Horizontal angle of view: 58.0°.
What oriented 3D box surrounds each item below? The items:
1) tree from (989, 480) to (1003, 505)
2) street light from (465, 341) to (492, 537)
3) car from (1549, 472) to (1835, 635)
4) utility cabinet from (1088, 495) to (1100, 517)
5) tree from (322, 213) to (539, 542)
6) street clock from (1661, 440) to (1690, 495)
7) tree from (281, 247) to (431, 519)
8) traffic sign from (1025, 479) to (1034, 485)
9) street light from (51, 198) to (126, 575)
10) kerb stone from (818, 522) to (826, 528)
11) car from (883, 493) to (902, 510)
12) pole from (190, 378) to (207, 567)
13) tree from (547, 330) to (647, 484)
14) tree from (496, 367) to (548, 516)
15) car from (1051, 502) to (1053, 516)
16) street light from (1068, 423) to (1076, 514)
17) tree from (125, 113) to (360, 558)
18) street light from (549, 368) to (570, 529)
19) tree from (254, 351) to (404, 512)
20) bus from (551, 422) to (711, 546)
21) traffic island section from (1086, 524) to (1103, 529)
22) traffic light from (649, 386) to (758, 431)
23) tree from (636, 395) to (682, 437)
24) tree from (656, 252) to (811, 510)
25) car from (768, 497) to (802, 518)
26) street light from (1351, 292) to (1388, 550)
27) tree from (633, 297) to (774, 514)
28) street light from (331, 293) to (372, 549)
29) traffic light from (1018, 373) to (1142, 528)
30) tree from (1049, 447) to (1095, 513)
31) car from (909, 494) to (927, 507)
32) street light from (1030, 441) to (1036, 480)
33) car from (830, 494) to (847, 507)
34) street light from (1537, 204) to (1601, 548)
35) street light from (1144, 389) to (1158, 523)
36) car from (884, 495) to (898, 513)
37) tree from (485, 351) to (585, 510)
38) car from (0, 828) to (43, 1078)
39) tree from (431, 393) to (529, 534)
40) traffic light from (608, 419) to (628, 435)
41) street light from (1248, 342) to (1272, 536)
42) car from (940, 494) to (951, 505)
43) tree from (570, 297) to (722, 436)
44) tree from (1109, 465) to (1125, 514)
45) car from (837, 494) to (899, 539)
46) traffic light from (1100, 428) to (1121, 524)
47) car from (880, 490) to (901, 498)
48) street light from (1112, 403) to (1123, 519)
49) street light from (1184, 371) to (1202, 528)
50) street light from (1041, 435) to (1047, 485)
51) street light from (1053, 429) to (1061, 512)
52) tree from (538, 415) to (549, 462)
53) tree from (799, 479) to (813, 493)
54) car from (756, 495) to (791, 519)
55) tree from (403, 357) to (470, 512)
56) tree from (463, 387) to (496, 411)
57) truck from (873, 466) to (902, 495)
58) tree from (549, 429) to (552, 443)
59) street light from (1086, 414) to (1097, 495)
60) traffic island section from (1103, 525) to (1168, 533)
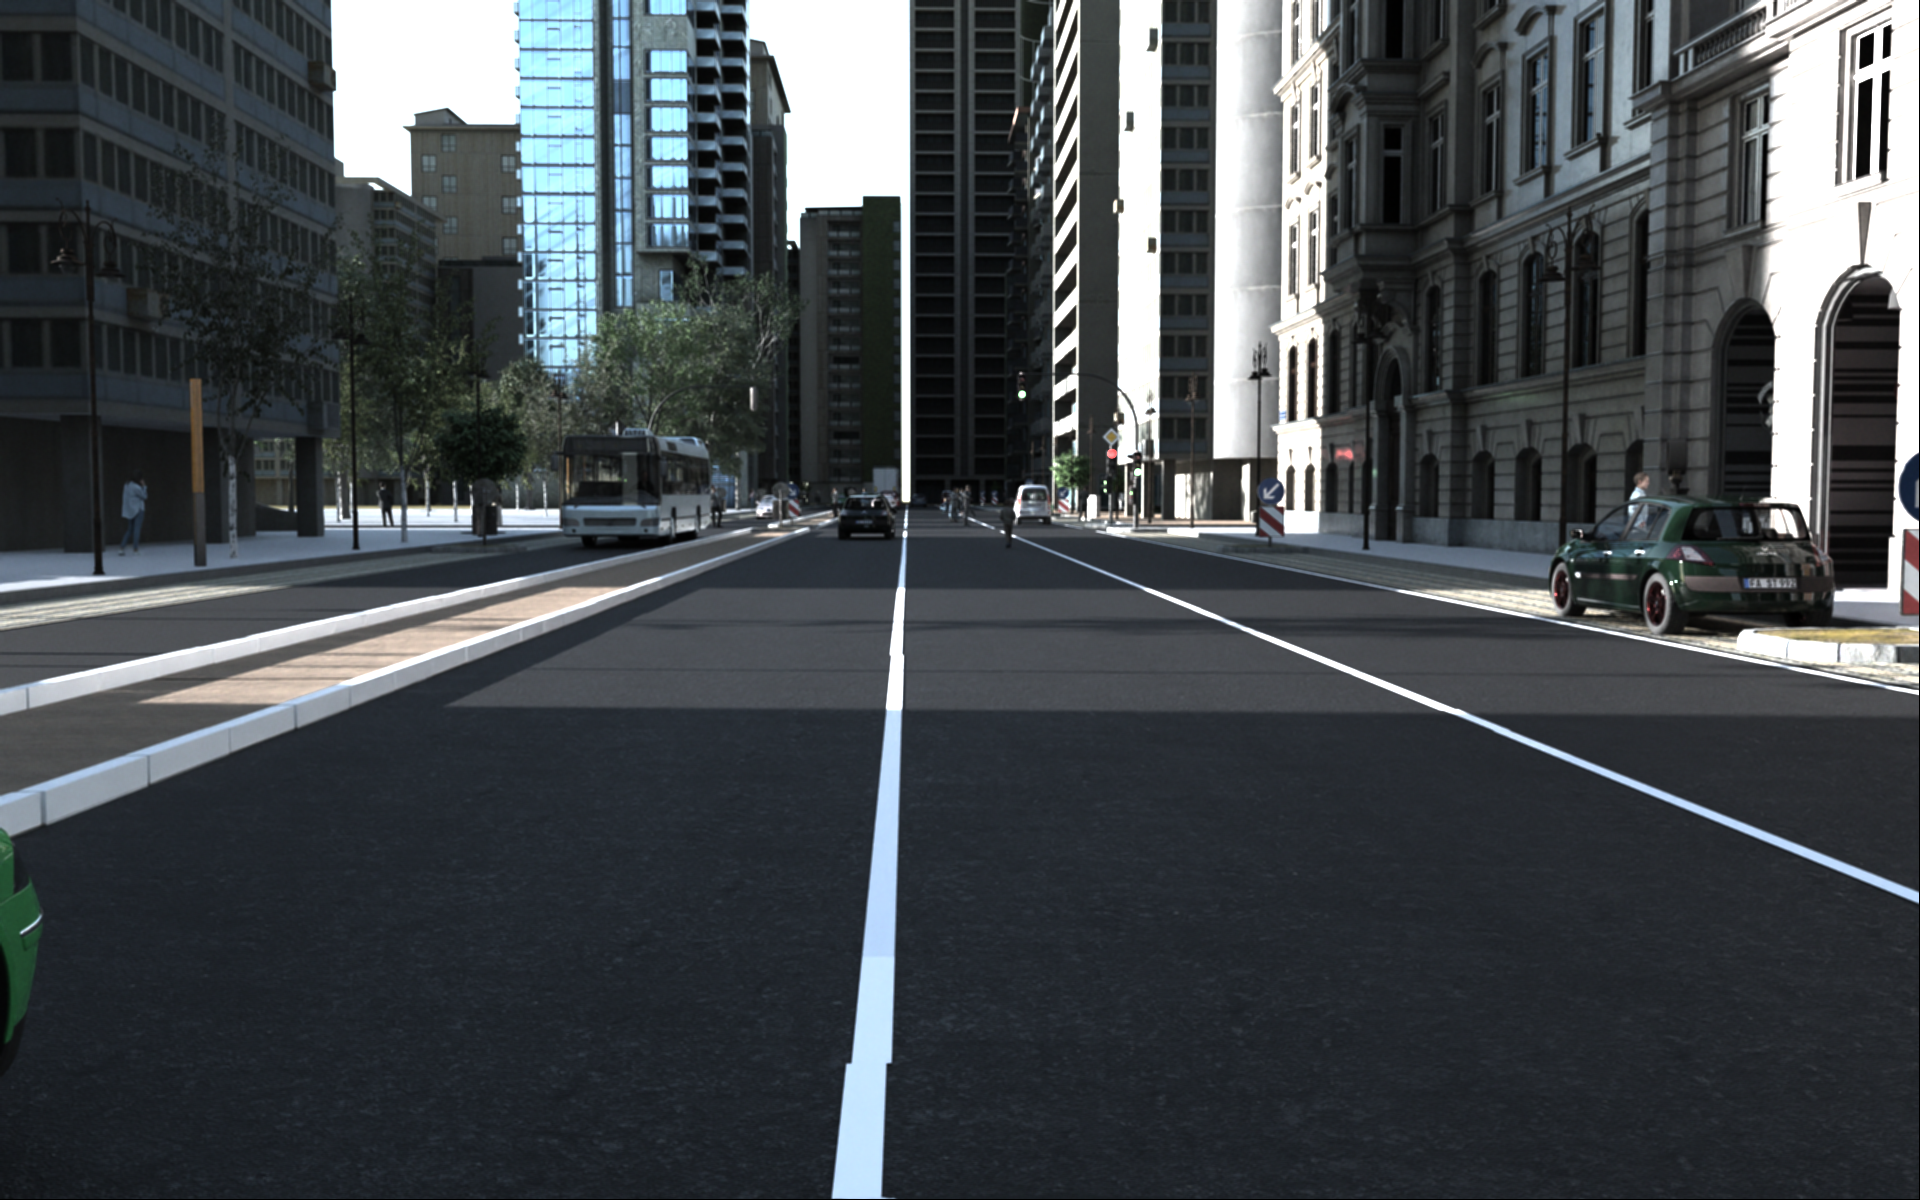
[{"bbox_3d":[4.348,-13.240,211.069,1.663,3.219,1.824,0,3,0],"label":"tree"},{"bbox_3d":[-14.393,-4.833,51.815,0.468,5.910,1.993,0,4,-2],"label":"street light"},{"bbox_3d":[7.872,-0.561,18.961,2.009,1.686,4.222,0,4,-1],"label":"car"},{"bbox_3d":[7.388,-5.153,95.407,0.306,1.237,1.020,-1,4,-22],"label":"utility cabinet"},{"bbox_3d":[-14.655,-5.855,46.097,4.737,8.622,4.395,0,3,0],"label":"tree"},{"bbox_3d":[9.520,-1.131,23.058,0.358,2.002,0.471,1,4,18],"label":"street clock"},{"bbox_3d":[-31.662,-11.145,88.871,9.857,13.997,8.962,0,3,0],"label":"tree"},{"bbox_3d":[5.896,-8.978,146.895,0.768,2.556,0.104,0,4,-1],"label":"traffic sign"},{"bbox_3d":[-13.709,-3.340,27.393,0.468,5.910,1.993,0,4,-2],"label":"street light"},{"bbox_3d":[-6.077,-3.297,76.100,0.120,0.150,1.000,0,4,-2],"label":"kerb stone"},{"bbox_3d":[-6.335,-9.023,156.558,2.155,1.783,4.494,0,4,-3],"label":"car"},{"bbox_3d":[-13.482,-2.251,30.640,0.158,3.312,0.155,0,3,0],"label":"pole"},{"bbox_3d":[-16.083,-7.761,77.261,4.360,8.622,3.978,0,3,0],"label":"tree"},{"bbox_3d":[-23.877,-9.157,100.079,4.360,8.622,3.978,0,3,0],"label":"tree"},{"bbox_3d":[4.988,-6.242,110.856,1.959,1.807,4.718,0,4,-1],"label":"car"},{"bbox_3d":[7.276,-8.533,112.303,0.468,5.910,1.993,0,4,-2],"label":"street light"},{"bbox_3d":[-14.380,-5.154,34.623,4.360,8.622,3.978,0,3,0],"label":"tree"},{"bbox_3d":[-14.685,-5.556,63.620,0.468,5.910,1.993,0,4,-2],"label":"street light"},{"bbox_3d":[-40.852,-11.015,105.849,9.928,11.665,9.643,0,3,0],"label":"tree"},{"bbox_3d":[-9.308,-3.415,50.695,2.948,3.499,13.247,0,4,-2],"label":"bus"},{"bbox_3d":[6.416,-3.125,73.382,2.009,0.180,2.903,0,4,-2],"label":"traffic island section"},{"bbox_3d":[-10.888,-6.000,72.768,4.771,5.953,1.251,0,4,-2],"label":"traffic light"},{"bbox_3d":[-20.804,-10.550,122.860,4.737,8.622,4.395,0,3,0],"label":"tree"},{"bbox_3d":[-18.443,-17.126,135.894,12.611,20.169,13.585,0,3,0],"label":"tree"},{"bbox_3d":[-10.706,-5.747,105.755,2.131,1.459,4.920,0,4,-2],"label":"car"},{"bbox_3d":[9.379,-4.101,39.831,0.468,5.910,1.993,0,4,-2],"label":"street light"},{"bbox_3d":[-16.600,-12.648,113.444,9.857,13.997,8.962,0,3,0],"label":"tree"},{"bbox_3d":[-14.015,-4.112,40.012,0.468,5.910,1.993,0,4,-2],"label":"street light"},{"bbox_3d":[4.528,-5.530,65.081,4.771,5.953,1.251,0,4,-2],"label":"traffic light"},{"bbox_3d":[7.815,-8.386,120.819,4.285,4.588,4.351,0,3,0],"label":"tree"},{"bbox_3d":[-4.522,-10.789,188.410,2.014,1.417,4.499,0,4,-3],"label":"car"},{"bbox_3d":[6.200,-10.710,147.899,0.468,5.910,1.993,0,4,-2],"label":"street light"},{"bbox_3d":[-13.049,-10.939,187.646,1.959,1.807,4.718,0,4,-3],"label":"car"},{"bbox_3d":[9.788,-3.376,27.984,0.468,5.910,1.993,0,4,-2],"label":"street light"},{"bbox_3d":[8.349,-6.316,76.054,0.468,5.910,1.993,0,4,-2],"label":"street light"},{"bbox_3d":[-5.644,-7.162,129.464,2.083,1.381,4.827,0,4,-2],"label":"car"},{"bbox_3d":[-34.644,-13.600,139.362,9.611,12.733,9.660,0,3,0],"label":"tree"},{"bbox_3d":[-2.700,0.436,1.661,1.959,1.807,4.718,0,4,-2],"label":"car"},{"bbox_3d":[-15.632,-4.461,56.655,4.285,4.588,4.351,0,3,0],"label":"tree"},{"bbox_3d":[-12.736,-4.634,64.689,0.839,4.253,0.868,0,4,-2],"label":"traffic light"},{"bbox_3d":[9.079,-4.881,52.598,0.468,5.910,1.993,0,4,-2],"label":"street light"},{"bbox_3d":[-1.361,-12.220,208.834,2.155,1.783,4.494,0,4,-1],"label":"car"},{"bbox_3d":[-16.258,-10.059,90.226,9.928,11.665,9.643,0,3,0],"label":"tree"},{"bbox_3d":[10.046,-7.039,109.685,1.663,3.219,1.824,0,3,0],"label":"tree"},{"bbox_3d":[-3.002,-2.832,56.088,2.009,1.686,4.222,0,4,0],"label":"car"},{"bbox_3d":[6.376,-5.159,73.267,0.839,4.253,0.868,0,4,-2],"label":"traffic light"},{"bbox_3d":[-7.015,-9.954,171.413,2.281,1.827,5.304,0,4,0],"label":"car"},{"bbox_3d":[8.005,-7.054,88.122,0.468,5.910,1.993,0,4,-2],"label":"street light"},{"bbox_3d":[8.726,-5.639,64.984,0.468,5.910,1.993,0,4,-2],"label":"street light"},{"bbox_3d":[6.546,-9.988,136.095,0.468,5.910,1.993,0,4,-2],"label":"street light"},{"bbox_3d":[6.905,-9.255,124.106,0.468,5.910,1.993,0,4,-2],"label":"street light"},{"bbox_3d":[-29.982,-9.916,112.493,4.737,8.622,4.395,0,3,0],"label":"tree"},{"bbox_3d":[-19.766,-13.817,220.516,1.663,3.219,1.824,0,3,0],"label":"tree"},{"bbox_3d":[-10.654,-5.335,99.593,2.083,1.381,4.827,0,4,-2],"label":"car"},{"bbox_3d":[-39.389,-12.342,127.547,9.928,11.665,9.643,0,3,0],"label":"tree"},{"bbox_3d":[-32.866,-10.335,119.341,4.360,8.622,3.978,0,3,0],"label":"tree"},{"bbox_3d":[-7.608,-11.692,180.085,2.839,4.237,11.283,0,4,0],"label":"truck"},{"bbox_3d":[-31.748,-10.684,125.048,4.737,8.622,4.395,0,3,0],"label":"tree"},{"bbox_3d":[7.595,-7.799,100.304,0.468,5.910,1.993,0,4,-2],"label":"street light"},{"bbox_3d":[6.656,-2.637,65.400,2.009,0.180,2.903,0,4,-2],"label":"traffic island section"}]
